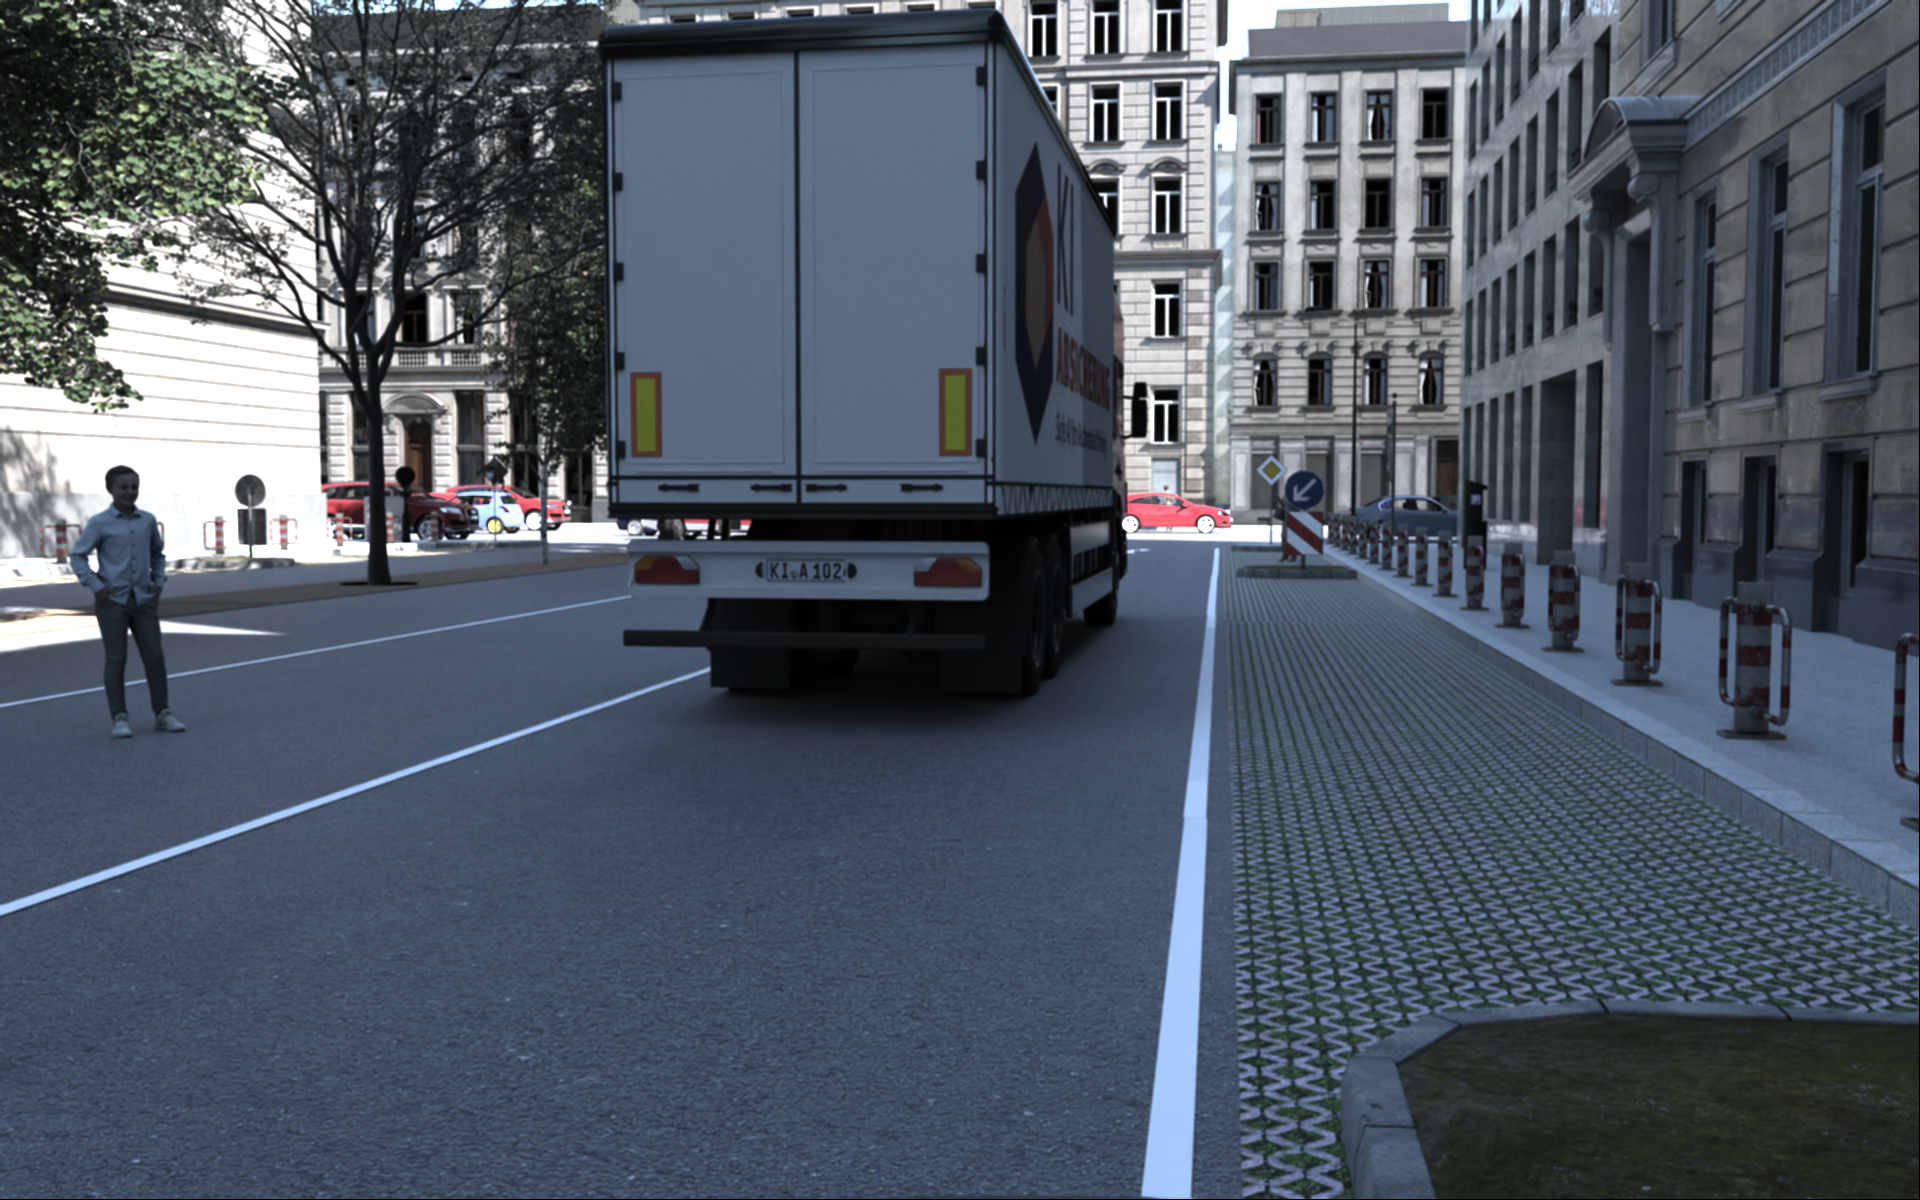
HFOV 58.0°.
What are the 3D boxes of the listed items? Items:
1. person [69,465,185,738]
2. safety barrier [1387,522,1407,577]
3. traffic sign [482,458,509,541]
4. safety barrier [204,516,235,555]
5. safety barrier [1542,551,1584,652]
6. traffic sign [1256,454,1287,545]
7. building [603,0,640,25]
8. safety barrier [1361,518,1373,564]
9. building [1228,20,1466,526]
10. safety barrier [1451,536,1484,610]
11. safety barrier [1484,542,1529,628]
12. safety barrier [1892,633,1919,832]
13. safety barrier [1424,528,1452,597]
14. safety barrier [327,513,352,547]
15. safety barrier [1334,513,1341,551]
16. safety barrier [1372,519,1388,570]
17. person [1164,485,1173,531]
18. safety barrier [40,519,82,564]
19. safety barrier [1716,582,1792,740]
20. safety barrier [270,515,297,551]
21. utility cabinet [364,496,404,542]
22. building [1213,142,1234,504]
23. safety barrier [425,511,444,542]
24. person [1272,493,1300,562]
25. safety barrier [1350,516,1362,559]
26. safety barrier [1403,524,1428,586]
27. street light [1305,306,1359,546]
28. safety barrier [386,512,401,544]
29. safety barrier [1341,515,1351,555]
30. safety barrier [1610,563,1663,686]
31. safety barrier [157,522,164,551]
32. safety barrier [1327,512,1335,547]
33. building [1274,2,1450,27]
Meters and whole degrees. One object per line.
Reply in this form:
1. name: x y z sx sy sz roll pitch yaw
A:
1. person: -4.955 0.001 10.300 0.589 1.601 0.330 -3 5 -42
2. safety barrier: 6.826 -0.760 26.694 0.300 0.817 1.120 1 4 9
3. traffic sign: -12.623 -2.652 46.995 0.795 2.450 0.064 1 4 9
4. safety barrier: -15.714 -1.375 36.762 0.300 0.817 1.120 1 4 9
5. safety barrier: 4.924 0.009 14.130 0.300 0.817 1.120 1 4 9
6. traffic sign: 7.886 -2.462 43.889 0.795 2.450 0.064 1 4 9
7. building: -14.060 -34.498 153.282 28.713 52.752 27.495 1 4 9
8. safety barrier: 7.585 -1.067 31.714 0.300 0.817 1.120 1 4 9
9. building: 20.416 -13.674 72.729 18.267 20.994 9.793 1 4 9
10. safety barrier: 5.693 -0.298 19.154 0.300 0.817 1.120 1 4 9
11. safety barrier: 5.307 -0.144 16.634 0.300 0.817 1.120 1 4 9
12. safety barrier: 3.791 0.469 6.605 0.300 0.817 1.120 1 4 9
13. safety barrier: 6.066 -0.452 21.669 0.300 0.817 1.120 1 4 9
14. safety barrier: -14.959 -1.682 41.777 0.300 0.817 1.120 1 4 9
15. safety barrier: 8.721 -1.527 39.234 0.300 0.817 1.120 1 4 9
16. safety barrier: 7.202 -0.913 29.209 0.300 0.817 1.120 1 4 9
17. person: 8.126 -3.611 67.876 0.599 1.781 0.374 -2 4 -35
18. safety barrier: -16.474 -1.069 31.753 0.300 0.817 1.120 1 4 9
19. safety barrier: 4.172 0.316 9.111 0.300 0.817 1.120 1 4 9
20. safety barrier: -15.333 -1.529 39.272 0.300 0.817 1.120 1 4 9
21. utility cabinet: -15.656 -2.200 47.130 1.020 1.237 0.306 -2 4 -31
22. building: 33.097 -37.879 238.923 30.456 49.044 23.786 1 4 9
23. safety barrier: -14.202 -1.990 46.815 0.300 0.817 1.120 1 4 9
24. person: 6.861 -1.690 36.485 0.532 1.782 0.716 -3 5 -42
25. safety barrier: 7.962 -1.220 34.219 0.300 0.817 1.120 1 4 9
26. safety barrier: 6.447 -0.606 24.189 0.300 0.817 1.120 1 4 9
27. street light: 9.222 -4.305 42.934 1.470 5.913 1.316 1 4 9
28. safety barrier: -14.580 -1.836 44.300 0.300 0.817 1.120 1 4 9
29. safety barrier: 8.338 -1.373 36.730 0.300 0.817 1.120 1 4 9
30. safety barrier: 4.548 0.162 11.625 0.300 0.817 1.120 1 4 9
31. safety barrier: -16.093 -1.222 34.258 0.300 0.817 1.120 1 4 9
32. safety barrier: 9.100 -1.681 41.752 0.300 0.817 1.120 1 4 9
33. building: 33.910 -28.473 149.122 14.154 41.232 14.086 1 4 9
